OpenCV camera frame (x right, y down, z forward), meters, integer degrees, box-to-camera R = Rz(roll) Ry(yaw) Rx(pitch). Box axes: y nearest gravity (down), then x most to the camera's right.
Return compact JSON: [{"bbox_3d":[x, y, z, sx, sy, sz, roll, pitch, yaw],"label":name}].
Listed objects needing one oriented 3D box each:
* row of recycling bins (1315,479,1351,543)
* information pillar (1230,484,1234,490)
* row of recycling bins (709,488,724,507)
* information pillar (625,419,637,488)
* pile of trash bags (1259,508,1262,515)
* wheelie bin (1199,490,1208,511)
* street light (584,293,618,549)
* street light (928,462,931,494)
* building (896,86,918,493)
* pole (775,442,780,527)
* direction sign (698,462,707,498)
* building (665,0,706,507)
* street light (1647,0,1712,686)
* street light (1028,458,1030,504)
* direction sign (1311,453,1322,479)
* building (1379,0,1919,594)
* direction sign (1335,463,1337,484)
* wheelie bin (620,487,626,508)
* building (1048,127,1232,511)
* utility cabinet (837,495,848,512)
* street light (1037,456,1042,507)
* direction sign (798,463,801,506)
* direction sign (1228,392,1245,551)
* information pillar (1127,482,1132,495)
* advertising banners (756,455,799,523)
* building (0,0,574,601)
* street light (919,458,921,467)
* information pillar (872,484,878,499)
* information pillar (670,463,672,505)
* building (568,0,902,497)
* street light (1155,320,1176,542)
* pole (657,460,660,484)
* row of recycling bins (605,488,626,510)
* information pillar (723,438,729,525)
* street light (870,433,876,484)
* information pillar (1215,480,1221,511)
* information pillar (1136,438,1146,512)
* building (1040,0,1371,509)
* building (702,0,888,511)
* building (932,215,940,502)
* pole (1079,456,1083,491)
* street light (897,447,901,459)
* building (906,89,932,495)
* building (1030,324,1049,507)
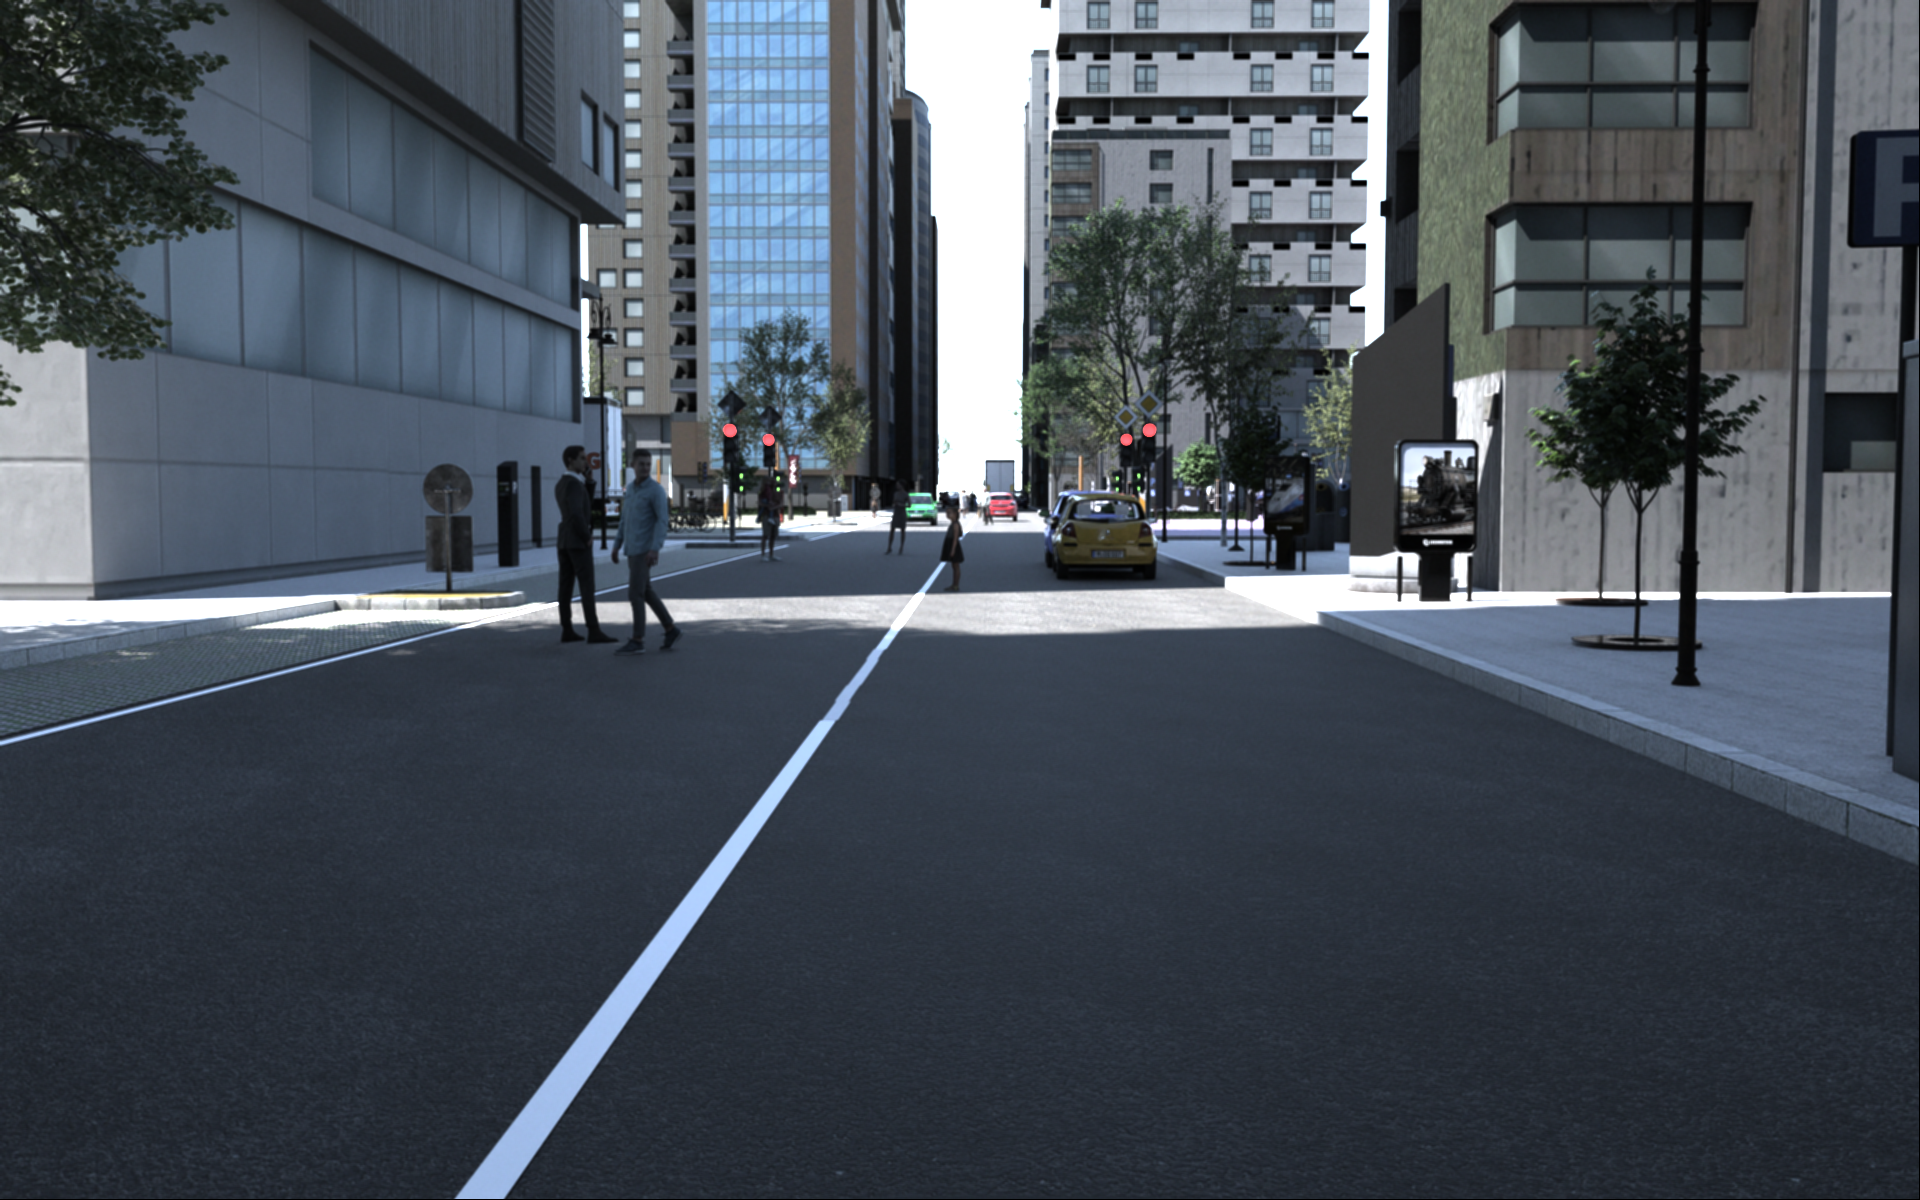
[{"bbox_3d":[10.609,-2.350,45.537,1.069,1.692,3.534,-3,4,-37],"label":"row of recycling bins"},{"bbox_3d":[16.159,-6.815,102.782,0.183,3.616,0.504,-1,4,-12],"label":"information pillar"},{"bbox_3d":[-17.598,-7.245,125.570,1.069,1.692,3.534,0,4,-3],"label":"row of recycling bins"},{"bbox_3d":[-10.352,-3.861,54.478,0.183,3.616,0.504,2,4,27],"label":"information pillar"},{"bbox_3d":[19.106,-5.826,105.004,3.447,1.369,1.912,1,4,13],"label":"pile of trash bags"},{"bbox_3d":[17.828,-7.285,127.013,0.980,1.594,0.693,-2,4,-32],"label":"wheelie bin"},{"bbox_3d":[-8.269,-4.114,40.051,0.468,5.910,1.993,0,4,1],"label":"street light"},{"bbox_3d":[-4.384,-16.860,248.445,0.468,5.910,1.993,0,4,1],"label":"street light"},{"bbox_3d":[-11.885,-33.179,192.585,14.600,45.320,14.200,0,4,1],"label":"building"},{"bbox_3d":[-7.184,-4.542,68.111,0.158,3.312,0.155,0,3,0],"label":"pole"},{"bbox_3d":[-18.298,-8.016,123.059,0.379,3.537,0.876,3,4,36],"label":"direction sign"},{"bbox_3d":[-14.584,-29.749,136.505,14.600,45.320,14.200,0,4,1],"label":"building"},{"bbox_3d":[4.881,-2.366,11.468,0.468,5.910,1.993,0,4,1],"label":"street light"},{"bbox_3d":[8.865,-15.192,221.182,0.468,5.910,1.993,0,4,1],"label":"street light"},{"bbox_3d":[19.746,-6.360,95.983,0.876,3.537,0.379,-3,4,-38],"label":"direction sign"},{"bbox_3d":[14.194,-15.696,28.325,14.160,30.474,14.107,0,4,1],"label":"building"},{"bbox_3d":[27.619,-8.275,127.294,0.379,3.537,0.876,1,4,16],"label":"direction sign"},{"bbox_3d":[-14.203,-4.088,74.742,0.980,1.594,0.693,3,4,38],"label":"wheelie bin"},{"bbox_3d":[14.165,-22.555,140.475,14.160,30.474,14.107,0,4,1],"label":"building"},{"bbox_3d":[-8.712,-7.099,127.234,1.020,1.237,0.306,-3,5,-41],"label":"utility cabinet"},{"bbox_3d":[7.921,-12.178,171.905,0.468,5.910,1.993,0,4,1],"label":"street light"},{"bbox_3d":[-11.717,-8.209,126.213,0.379,3.537,0.876,-1,4,-19],"label":"direction sign"},{"bbox_3d":[6.249,-2.879,39.067,0.379,3.537,0.876,1,4,21],"label":"direction sign"},{"bbox_3d":[10.428,-6.234,106.414,0.304,2.012,0.304,1,4,17],"label":"information pillar"},{"bbox_3d":[-8.149,-4.973,77.489,2.074,3.025,0.090,1,4,16],"label":"advertising banners"},{"bbox_3d":[-22.323,-27.152,33.181,27.495,52.752,28.713,0,4,1],"label":"building"},{"bbox_3d":[-4.973,-14.789,214.592,0.468,5.910,1.993,0,4,1],"label":"street light"},{"bbox_3d":[-6.283,-7.550,127.928,0.304,2.012,0.304,-2,4,-32],"label":"information pillar"},{"bbox_3d":[-21.613,-8.451,129.532,0.183,3.616,0.504,-1,4,-19],"label":"information pillar"},{"bbox_3d":[-20.608,-35.605,171.380,28.713,52.752,27.495,0,4,1],"label":"building"},{"bbox_3d":[5.459,-4.483,46.085,0.468,5.910,1.993,0,4,1],"label":"street light"},{"bbox_3d":[-17.917,-6.679,103.052,0.158,3.312,0.155,0,3,0],"label":"pole"},{"bbox_3d":[-25.529,-7.294,126.372,3.534,1.692,1.069,3,5,40],"label":"row of recycling bins"},{"bbox_3d":[-9.843,-4.985,72.860,0.183,3.616,0.504,0,4,8],"label":"information pillar"},{"bbox_3d":[-6.641,-9.733,131.916,0.468,5.910,1.993,0,4,1],"label":"street light"},{"bbox_3d":[13.367,-5.187,89.302,0.304,2.012,0.304,-1,4,-12],"label":"information pillar"},{"bbox_3d":[6.788,-4.459,64.256,0.504,3.616,0.183,0,4,3],"label":"information pillar"},{"bbox_3d":[22.046,-34.934,160.412,28.713,52.752,27.495,0,4,1],"label":"building"},{"bbox_3d":[-13.557,-30.615,150.661,14.600,45.320,14.200,0,4,1],"label":"building"},{"bbox_3d":[-10.396,-37.907,269.892,14.600,45.320,14.200,0,4,1],"label":"building"},{"bbox_3d":[6.497,-6.060,92.916,0.158,3.312,0.155,0,3,0],"label":"pole"},{"bbox_3d":[-5.866,-11.835,166.285,0.468,5.910,1.993,0,4,1],"label":"street light"},{"bbox_3d":[-14.996,-43.187,248.101,21.231,58.520,28.212,0,4,1],"label":"building"},{"bbox_3d":[21.840,-21.131,190.537,27.650,21.520,28.899,0,4,1],"label":"building"}]
